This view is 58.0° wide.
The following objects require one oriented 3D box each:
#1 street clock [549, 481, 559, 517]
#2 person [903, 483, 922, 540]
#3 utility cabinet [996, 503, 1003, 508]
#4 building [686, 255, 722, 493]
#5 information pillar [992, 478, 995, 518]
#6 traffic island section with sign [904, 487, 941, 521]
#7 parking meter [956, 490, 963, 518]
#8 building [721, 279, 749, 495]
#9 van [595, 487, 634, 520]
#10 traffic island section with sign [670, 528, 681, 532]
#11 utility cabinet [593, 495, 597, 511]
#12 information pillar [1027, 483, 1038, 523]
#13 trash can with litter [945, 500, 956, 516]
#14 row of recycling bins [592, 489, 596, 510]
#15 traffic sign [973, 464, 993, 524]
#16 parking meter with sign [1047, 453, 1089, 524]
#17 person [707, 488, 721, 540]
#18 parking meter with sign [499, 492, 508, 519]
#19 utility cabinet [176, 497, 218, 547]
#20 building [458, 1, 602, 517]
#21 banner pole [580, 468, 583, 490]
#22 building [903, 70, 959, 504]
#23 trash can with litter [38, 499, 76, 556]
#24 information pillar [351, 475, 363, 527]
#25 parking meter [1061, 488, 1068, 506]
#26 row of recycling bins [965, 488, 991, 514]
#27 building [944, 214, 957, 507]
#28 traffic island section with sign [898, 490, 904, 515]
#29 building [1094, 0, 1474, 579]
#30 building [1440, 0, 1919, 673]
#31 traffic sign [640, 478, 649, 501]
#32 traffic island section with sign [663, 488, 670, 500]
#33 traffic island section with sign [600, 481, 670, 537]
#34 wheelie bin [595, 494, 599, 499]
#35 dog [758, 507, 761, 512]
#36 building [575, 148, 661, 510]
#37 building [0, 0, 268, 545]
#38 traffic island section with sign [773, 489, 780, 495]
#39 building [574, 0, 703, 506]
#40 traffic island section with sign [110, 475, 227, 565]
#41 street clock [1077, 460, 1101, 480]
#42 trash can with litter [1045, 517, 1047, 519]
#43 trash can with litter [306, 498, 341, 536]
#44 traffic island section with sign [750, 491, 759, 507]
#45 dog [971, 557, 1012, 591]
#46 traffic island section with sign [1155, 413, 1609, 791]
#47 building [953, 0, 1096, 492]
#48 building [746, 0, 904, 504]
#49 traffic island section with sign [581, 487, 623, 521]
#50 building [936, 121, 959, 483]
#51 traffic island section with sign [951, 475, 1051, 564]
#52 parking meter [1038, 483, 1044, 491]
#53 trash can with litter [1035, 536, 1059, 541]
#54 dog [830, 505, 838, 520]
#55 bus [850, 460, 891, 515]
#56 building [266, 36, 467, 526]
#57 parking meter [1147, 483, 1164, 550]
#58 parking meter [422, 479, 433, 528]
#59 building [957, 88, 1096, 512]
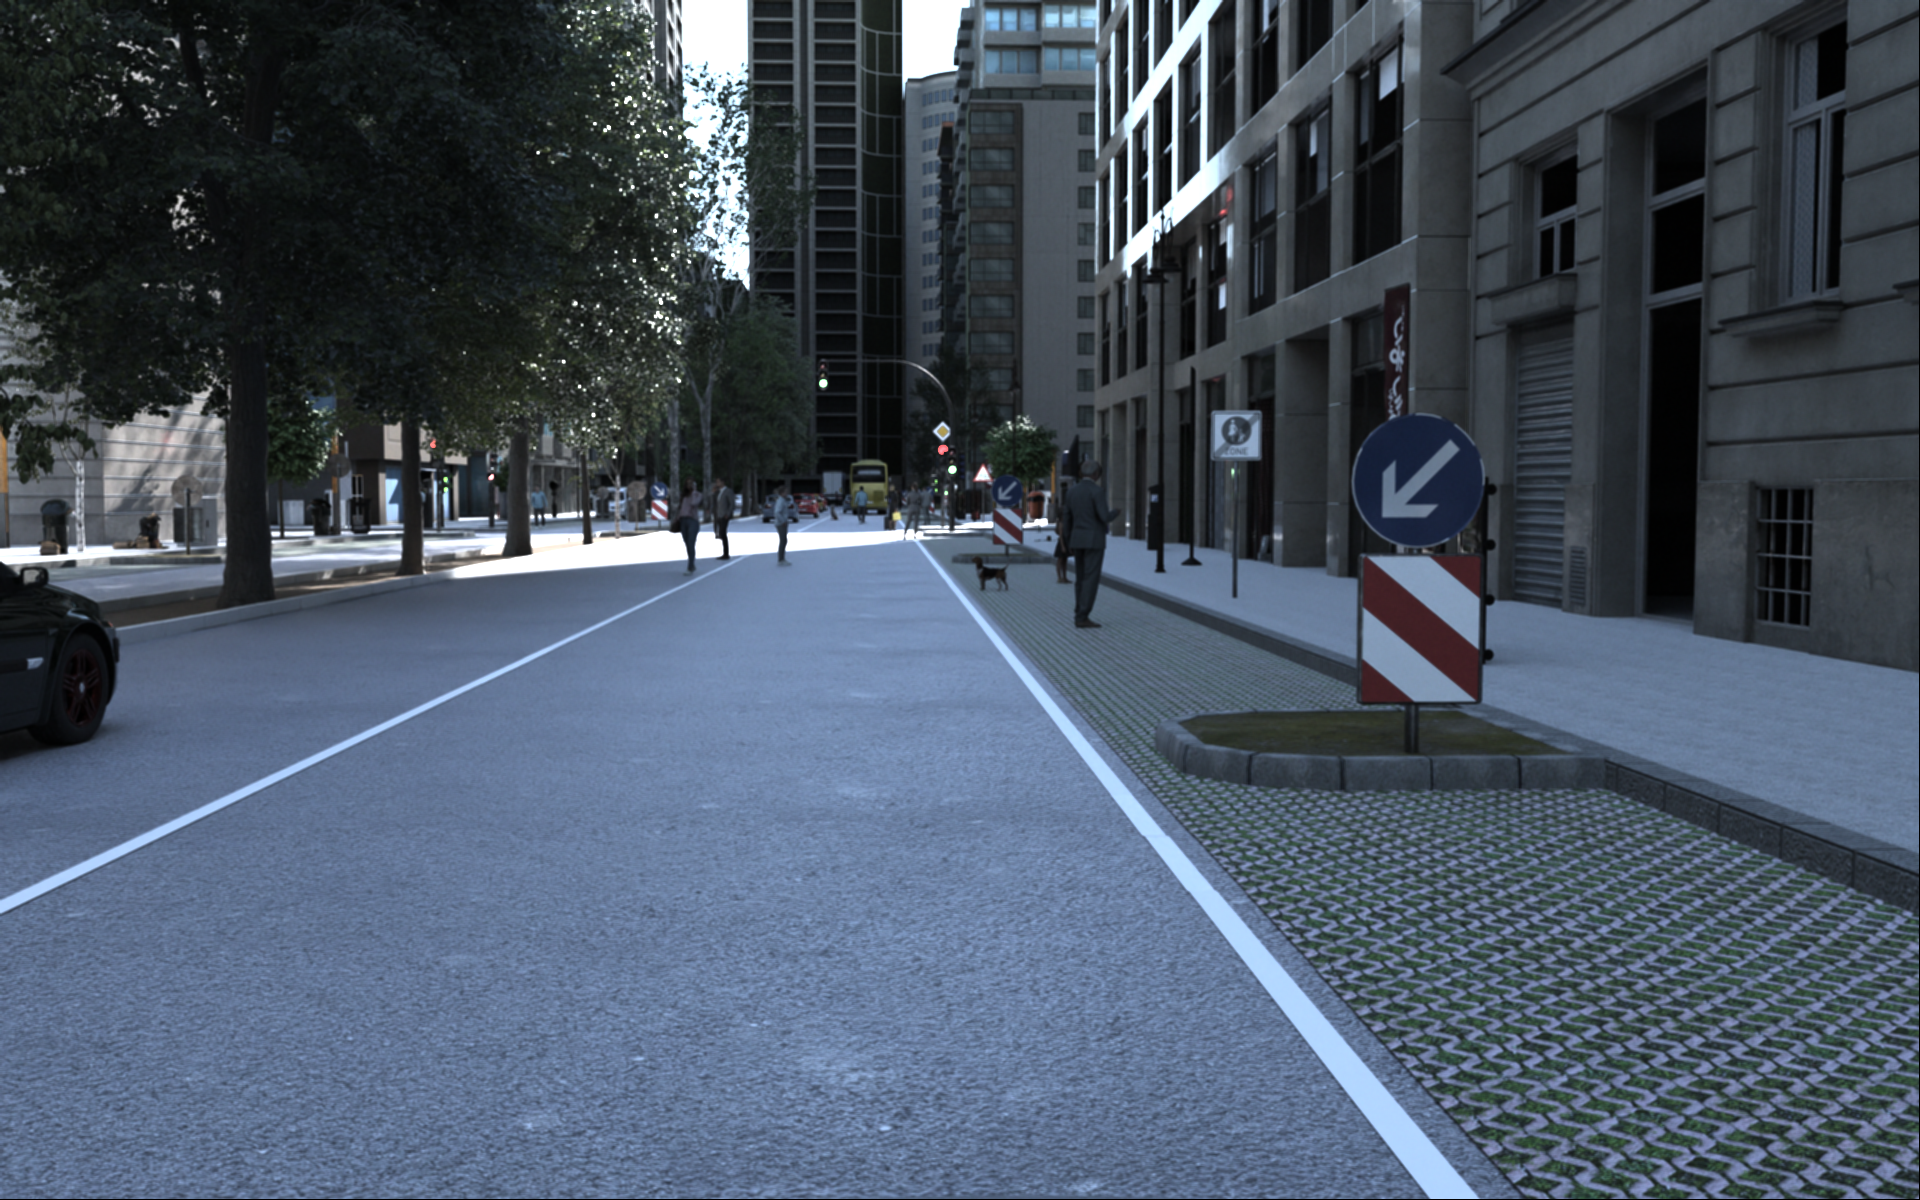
[{"bbox_3d":[-22.368,-5.559,95.464,0.471,2.002,0.358,2,4,28],"label":"street clock"},{"bbox_3d":[-1.496,-2.798,54.529,0.520,1.790,0.573,-1,4,-21],"label":"person"},{"bbox_3d":[1.913,-4.497,84.685,0.306,1.237,1.020,0,4,-1],"label":"utility cabinet"},{"bbox_3d":[-36.743,-26.663,207.644,14.107,30.474,14.160,0,4,-3],"label":"building"},{"bbox_3d":[2.013,-6.283,94.087,0.504,3.616,0.183,-2,4,-34],"label":"information pillar"},{"bbox_3d":[-1.816,-5.090,91.852,1.989,1.847,2.006,0,4,-3],"label":"traffic island section with sign"},{"bbox_3d":[-0.030,-5.277,94.685,0.372,1.533,0.369,0,3,0],"label":"parking meter"},{"bbox_3d":[-35.537,-28.208,232.899,14.107,30.474,14.160,0,4,-3],"label":"building"},{"bbox_3d":[-19.236,-5.477,96.565,2.013,2.044,4.112,0,4,-2],"label":"van"},{"bbox_3d":[-11.397,-3.549,66.168,2.006,1.907,1.989,0,4,-3],"label":"traffic island section with sign"},{"bbox_3d":[-27.194,-7.229,129.363,0.306,1.237,1.020,0,4,0],"label":"utility cabinet"},{"bbox_3d":[3.116,-4.352,75.642,0.304,2.012,0.304,1,4,18],"label":"information pillar"},{"bbox_3d":[-0.334,-5.446,100.426,1.055,1.170,0.624,0,4,3],"label":"trash can with litter"},{"bbox_3d":[-26.574,-7.645,132.115,3.534,1.692,1.069,2,4,28],"label":"row of recycling bins"},{"bbox_3d":[0.983,-4.497,73.527,0.884,2.594,0.081,0,3,0],"label":"traffic sign"},{"bbox_3d":[4.592,-4.771,74.260,1.738,3.016,0.543,1,4,23],"label":"parking meter with sign"},{"bbox_3d":[-7.628,-2.838,54.672,0.659,1.850,0.755,0,4,0],"label":"person"},{"bbox_3d":[-23.319,-5.676,89.060,1.738,3.016,0.543,-3,5,-41],"label":"parking meter with sign"},{"bbox_3d":[-18.644,-1.906,42.329,0.306,1.237,1.020,2,4,24],"label":"utility cabinet"},{"bbox_3d":[-35.472,-29.733,105.739,23.786,49.044,30.456,0,4,-3],"label":"building"},{"bbox_3d":[-28.315,-8.479,128.650,0.401,3.779,0.863,2,4,34],"label":"banner pole"},{"bbox_3d":[6.494,-42.531,237.382,28.212,58.520,21.231,0,4,-3],"label":"building"},{"bbox_3d":[-19.048,-1.536,36.500,0.624,1.170,1.055,-1,4,-18],"label":"trash can with litter"},{"bbox_3d":[-23.542,-3.863,67.653,0.304,2.012,0.304,2,4,26],"label":"information pillar"},{"bbox_3d":[4.372,-3.864,71.590,0.372,1.533,0.369,0,3,0],"label":"parking meter"},{"bbox_3d":[1.113,-6.442,112.438,1.069,1.692,3.534,-1,4,-16],"label":"row of recycling bins"},{"bbox_3d":[5.283,-25.013,180.656,14.160,30.474,14.107,0,4,-3],"label":"building"},{"bbox_3d":[-3.085,-6.737,118.777,1.989,1.847,2.006,0,4,-3],"label":"traffic island section with sign"},{"bbox_3d":[14.785,-14.377,39.582,19.350,26.468,34.151,0,4,-3],"label":"building"},{"bbox_3d":[14.337,-10.661,7.587,16.112,22.955,30.059,0,4,-3],"label":"building"},{"bbox_3d":[-22.333,-7.398,122.149,0.795,2.450,0.064,0,4,-1],"label":"traffic sign"},{"bbox_3d":[-20.107,-6.768,119.277,1.989,1.847,2.006,0,4,-3],"label":"traffic island section with sign"},{"bbox_3d":[-11.056,-3.097,58.769,2.006,1.907,1.989,0,4,-3],"label":"traffic island section with sign"},{"bbox_3d":[-21.590,-5.921,104.708,0.980,1.594,0.693,0,4,0],"label":"wheelie bin"},{"bbox_3d":[-14.758,-6.667,128.296,0.406,0.507,0.540,1,4,10],"label":"dog"},{"bbox_3d":[-33.462,-22.988,147.550,14.160,30.474,14.107,0,4,-3],"label":"building"},{"bbox_3d":[-33.317,-12.625,48.212,24.055,21.916,13.314,0,4,-3],"label":"building"},{"bbox_3d":[-14.961,-8.140,141.222,2.006,1.907,1.989,0,4,-3],"label":"traffic island section with sign"},{"bbox_3d":[-38.003,-45.681,185.144,20.563,71.187,20.611,0,4,-3],"label":"building"},{"bbox_3d":[-16.145,-1.661,35.791,1.989,1.847,2.006,0,4,-3],"label":"traffic island section with sign"},{"bbox_3d":[2.744,-1.973,36.821,0.471,2.002,0.358,2,4,33],"label":"street clock"},{"bbox_3d":[4.653,-4.432,83.857,1.055,1.170,0.624,0,4,-5],"label":"trash can with litter"},{"bbox_3d":[-19.638,-2.575,53.486,0.624,1.170,1.055,1,4,11],"label":"trash can with litter"},{"bbox_3d":[-23.692,-11.411,195.200,1.989,1.847,2.006,0,4,-3],"label":"traffic island section with sign"},{"bbox_3d":[0.465,-0.387,25.621,0.540,0.507,0.406,-1,4,-13],"label":"dog"},{"bbox_3d":[2.105,-0.039,9.259,1.989,1.847,2.006,0,4,-3],"label":"traffic island section with sign"},{"bbox_3d":[10.795,-32.934,158.084,23.786,49.044,30.456,0,4,-3],"label":"building"},{"bbox_3d":[-17.962,-48.816,236.385,20.611,71.187,20.563,0,4,-3],"label":"building"},{"bbox_3d":[-18.770,-5.038,90.995,1.989,1.847,2.006,0,4,-3],"label":"traffic island section with sign"},{"bbox_3d":[8.465,-33.469,201.841,22.147,44.769,28.867,0,4,-3],"label":"building"},{"bbox_3d":[0.827,-1.685,36.184,1.989,1.847,2.006,0,4,-3],"label":"traffic island section with sign"},{"bbox_3d":[4.667,-5.783,100.256,0.255,1.863,0.399,-2,4,-30],"label":"parking meter"},{"bbox_3d":[3.034,-2.230,47.525,2.233,1.210,1.678,-1,4,-17],"label":"trash can with litter"},{"bbox_3d":[-6.817,-4.807,95.434,0.800,0.831,0.513,-1,4,-21],"label":"dog"},{"bbox_3d":[-6.385,-8.045,123.074,2.896,3.916,12.252,0,4,-2],"label":"bus"},{"bbox_3d":[-30.561,-26.033,75.745,14.600,45.320,14.200,0,4,-3],"label":"building"},{"bbox_3d":[4.483,-1.912,39.674,0.372,1.533,0.369,0,3,0],"label":"parking meter"},{"bbox_3d":[-20.056,-3.640,65.227,0.255,1.863,0.399,1,4,12],"label":"parking meter"},{"bbox_3d":[7.348,-21.750,127.314,14.160,30.474,14.107,0,4,-3],"label":"building"}]
